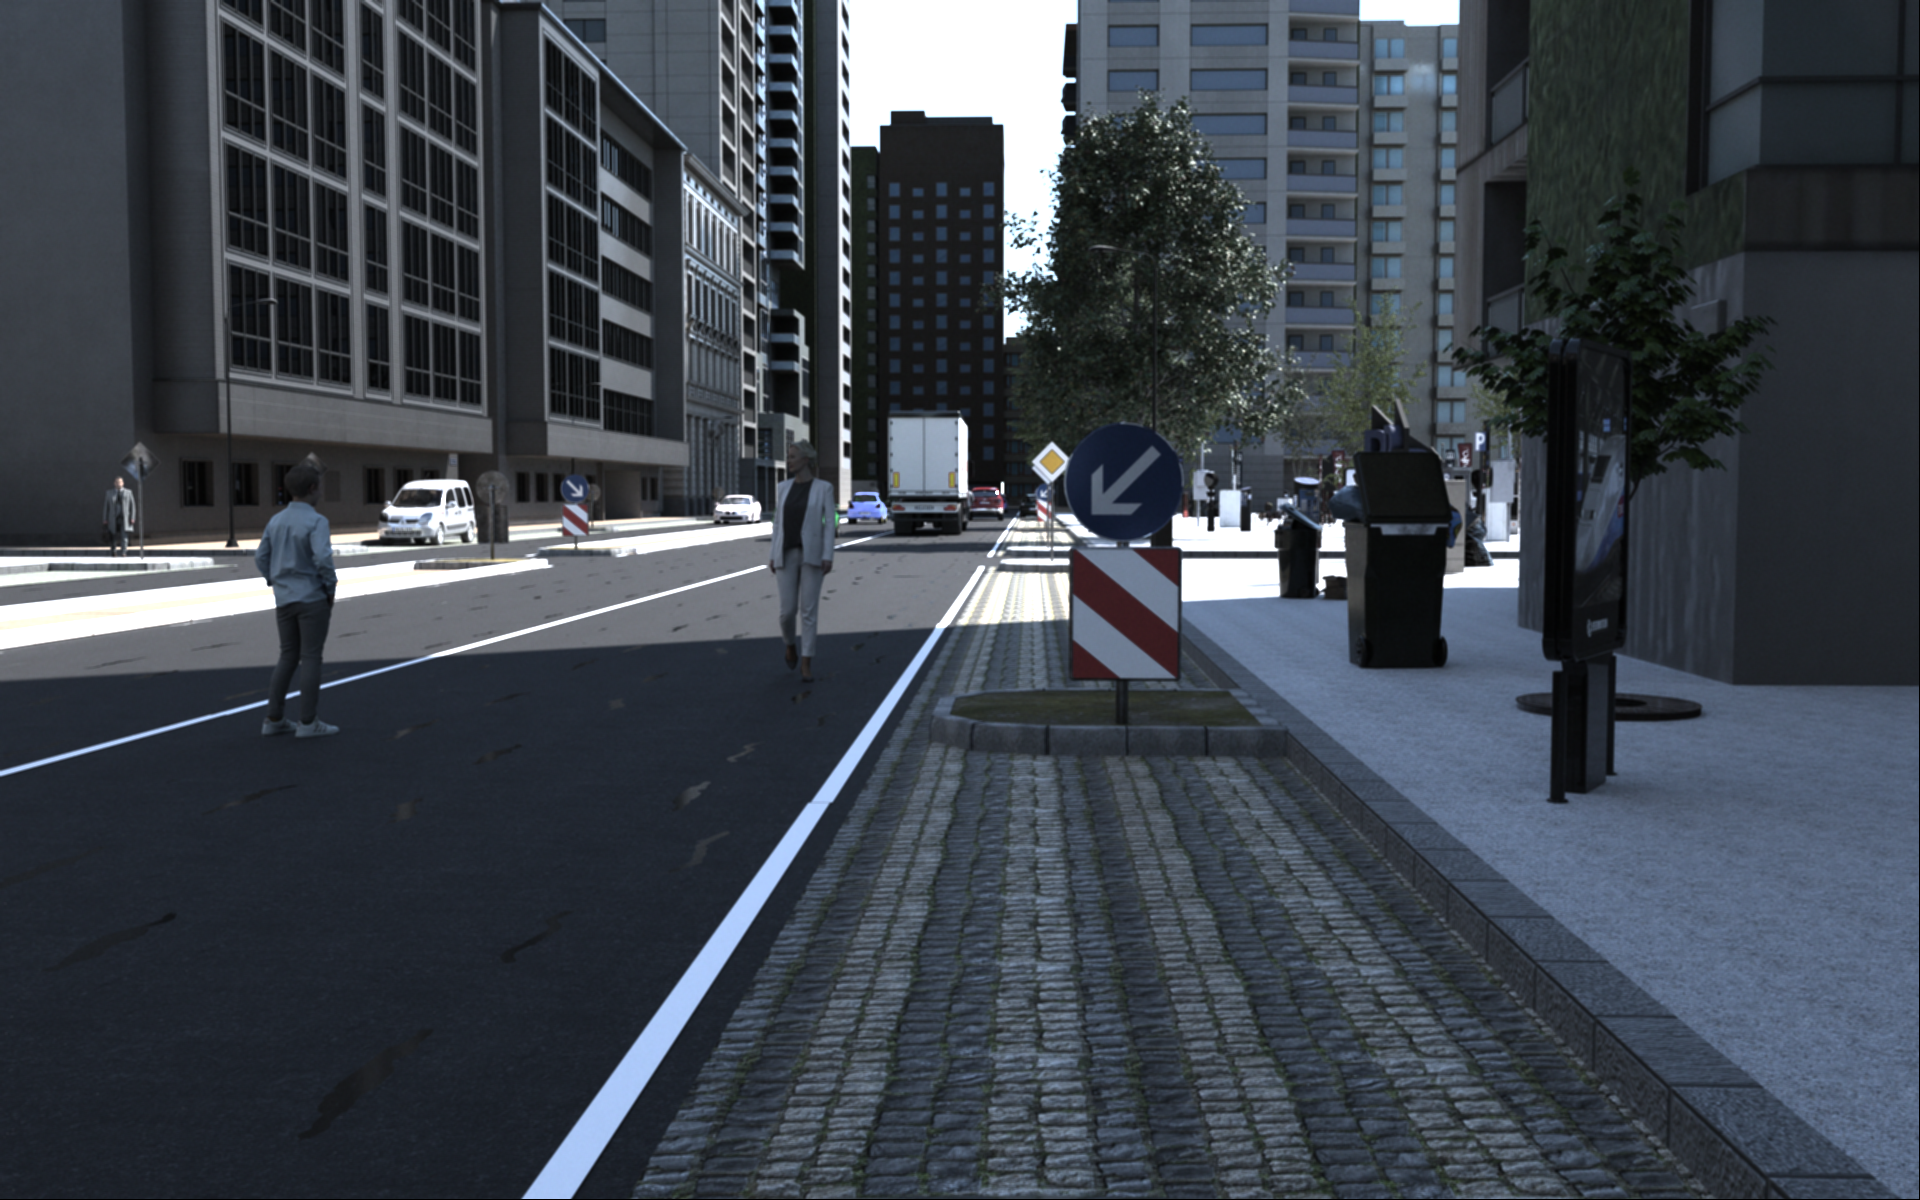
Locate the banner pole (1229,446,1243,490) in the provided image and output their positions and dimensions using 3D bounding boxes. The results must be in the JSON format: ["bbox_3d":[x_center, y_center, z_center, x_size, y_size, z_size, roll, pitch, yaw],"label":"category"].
[{"bbox_3d":[14.163,-6.076,89.353,0.863,3.779,0.401,0,4,6],"label":"banner pole"}]

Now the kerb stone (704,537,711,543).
[{"bbox_3d":[-7.462,-1.723,50.360,0.120,0.150,1.000,0,4,2],"label":"kerb stone"}]

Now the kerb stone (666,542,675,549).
[{"bbox_3d":[-7.684,-1.405,45.235,0.120,0.150,1.000,0,4,2],"label":"kerb stone"}]

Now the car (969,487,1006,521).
[{"bbox_3d":[1.380,-5.287,95.122,2.281,1.827,5.304,0,4,1],"label":"car"}]

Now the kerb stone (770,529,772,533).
[{"bbox_3d":[-6.959,-2.469,62.693,0.120,0.150,1.000,0,4,2],"label":"kerb stone"}]

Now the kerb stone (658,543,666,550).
[{"bbox_3d":[-7.725,-1.347,44.213,0.120,0.150,1.000,0,4,2],"label":"kerb stone"}]

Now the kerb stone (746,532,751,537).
[{"bbox_3d":[-7.171,-2.162,57.543,0.120,0.150,1.000,0,4,2],"label":"kerb stone"}]

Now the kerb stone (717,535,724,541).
[{"bbox_3d":[-7.382,-1.849,52.419,0.120,0.150,1.000,0,4,2],"label":"kerb stone"}]

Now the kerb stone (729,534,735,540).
[{"bbox_3d":[-7.292,-1.974,54.468,0.120,0.150,1.000,0,4,2],"label":"kerb stone"}]

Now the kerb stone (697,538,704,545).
[{"bbox_3d":[-7.510,-1.657,49.339,0.120,0.150,1.000,0,4,2],"label":"kerb stone"}]

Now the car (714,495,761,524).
[{"bbox_3d":[-10.750,-4.376,83.909,2.083,1.381,4.827,0,4,1],"label":"car"}]

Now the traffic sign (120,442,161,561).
[{"bbox_3d":[-15.795,-1.819,33.389,0.795,2.450,0.064,0,4,2],"label":"traffic sign"}]

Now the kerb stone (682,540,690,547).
[{"bbox_3d":[-7.593,-1.534,47.277,0.120,0.150,1.000,0,4,2],"label":"kerb stone"}]

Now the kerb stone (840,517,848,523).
[{"bbox_3d":[-5.895,-4.042,88.288,0.120,0.150,1.000,0,4,2],"label":"kerb stone"}]

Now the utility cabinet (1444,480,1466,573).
[{"bbox_3d":[7.461,-1.158,27.608,1.173,1.500,0.318,-1,4,-19],"label":"utility cabinet"}]

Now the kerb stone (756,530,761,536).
[{"bbox_3d":[-7.085,-2.288,59.606,0.120,0.150,1.000,0,4,2],"label":"kerb stone"}]

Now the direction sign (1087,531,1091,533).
[{"bbox_3d":[4.429,-4.017,57.673,0.379,3.537,0.876,-1,4,-20],"label":"direction sign"}]

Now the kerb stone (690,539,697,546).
[{"bbox_3d":[-7.561,-1.597,48.309,0.120,0.150,1.000,0,4,2],"label":"kerb stone"}]

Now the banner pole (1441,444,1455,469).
[{"bbox_3d":[24.077,-5.852,85.701,0.863,3.779,0.401,2,4,34],"label":"banner pole"}]

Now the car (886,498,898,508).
[{"bbox_3d":[-6.915,-10.772,185.902,2.009,1.686,4.222,0,4,4],"label":"car"}]

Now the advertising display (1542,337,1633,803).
[{"bbox_3d":[2.729,-0.141,7.523,0.123,1.923,0.974,2,4,34],"label":"advertising display"}]

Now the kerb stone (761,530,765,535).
[{"bbox_3d":[-7.040,-2.351,60.630,0.120,0.150,1.000,0,4,2],"label":"kerb stone"}]

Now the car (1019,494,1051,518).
[{"bbox_3d":[4.453,-5.687,102.765,2.009,1.686,4.222,0,4,4],"label":"car"}]

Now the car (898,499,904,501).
[{"bbox_3d":[-3.262,-6.755,119.477,2.155,1.783,4.494,0,4,1],"label":"car"}]

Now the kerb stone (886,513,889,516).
[{"bbox_3d":[-4.791,-5.668,114.917,0.120,0.150,1.000,0,4,2],"label":"kerb stone"}]

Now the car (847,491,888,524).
[{"bbox_3d":[-4.475,-4.537,83.779,1.945,1.707,3.694,0,4,1],"label":"car"}]

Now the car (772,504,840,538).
[{"bbox_3d":[-4.869,-2.831,55.075,1.959,1.807,4.718,0,4,2],"label":"car"}]

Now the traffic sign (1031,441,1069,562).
[{"bbox_3d":[1.733,-1.774,32.646,0.795,2.450,0.064,0,4,2],"label":"traffic sign"}]

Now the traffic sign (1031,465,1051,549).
[{"bbox_3d":[2.064,-2.262,40.624,0.795,2.450,0.064,0,4,2],"label":"traffic sign"}]

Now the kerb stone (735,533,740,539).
[{"bbox_3d":[-7.259,-2.036,55.490,0.120,0.150,1.000,0,4,2],"label":"kerb stone"}]

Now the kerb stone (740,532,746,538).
[{"bbox_3d":[-7.216,-2.099,56.521,0.120,0.150,1.000,0,4,2],"label":"kerb stone"}]

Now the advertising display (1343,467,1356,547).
[{"bbox_3d":[9.797,-2.254,42.074,0.974,1.923,0.123,0,4,-2],"label":"advertising display"}]

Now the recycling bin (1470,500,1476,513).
[{"bbox_3d":[21.776,-3.739,73.684,0.722,1.027,0.722,0,4,7],"label":"recycling bin"}]

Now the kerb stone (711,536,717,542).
[{"bbox_3d":[-7.425,-1.785,51.381,0.120,0.150,1.000,0,4,2],"label":"kerb stone"}]

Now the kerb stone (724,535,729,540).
[{"bbox_3d":[-7.342,-1.910,53.447,0.120,0.150,1.000,0,4,2],"label":"kerb stone"}]

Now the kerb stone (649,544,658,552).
[{"bbox_3d":[-7.764,-1.284,43.189,0.120,0.150,1.000,0,4,2],"label":"kerb stone"}]

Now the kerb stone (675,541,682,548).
[{"bbox_3d":[-7.644,-1.469,46.256,0.120,0.150,1.000,0,4,2],"label":"kerb stone"}]

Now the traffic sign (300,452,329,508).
[{"bbox_3d":[-15.465,-2.307,41.368,0.795,2.450,0.064,0,4,2],"label":"traffic sign"}]

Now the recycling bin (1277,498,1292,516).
[{"bbox_3d":[19.261,-5.514,102.706,0.722,1.027,0.722,2,4,28],"label":"recycling bin"}]

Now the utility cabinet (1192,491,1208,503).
[{"bbox_3d":[15.352,-6.241,110.719,1.173,1.500,0.318,-3,4,-38],"label":"utility cabinet"}]

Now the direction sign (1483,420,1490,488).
[{"bbox_3d":[16.142,-3.742,53.171,0.379,3.537,0.876,0,4,6],"label":"direction sign"}]

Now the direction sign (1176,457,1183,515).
[{"bbox_3d":[13.025,-6.902,104.843,0.876,3.537,0.379,1,4,13],"label":"direction sign"}]

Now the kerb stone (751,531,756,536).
[{"bbox_3d":[-7.128,-2.225,58.575,0.120,0.150,1.000,0,4,2],"label":"kerb stone"}]

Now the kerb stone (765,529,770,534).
[{"bbox_3d":[-6.999,-2.414,61.659,0.120,0.150,1.000,0,4,2],"label":"kerb stone"}]

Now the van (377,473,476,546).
[{"bbox_3d":[-15.067,-2.567,48.988,2.013,2.044,4.112,0,4,2],"label":"van"}]

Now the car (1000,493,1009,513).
[{"bbox_3d":[2.801,-7.581,133.535,1.945,1.707,3.694,0,4,4],"label":"car"}]
